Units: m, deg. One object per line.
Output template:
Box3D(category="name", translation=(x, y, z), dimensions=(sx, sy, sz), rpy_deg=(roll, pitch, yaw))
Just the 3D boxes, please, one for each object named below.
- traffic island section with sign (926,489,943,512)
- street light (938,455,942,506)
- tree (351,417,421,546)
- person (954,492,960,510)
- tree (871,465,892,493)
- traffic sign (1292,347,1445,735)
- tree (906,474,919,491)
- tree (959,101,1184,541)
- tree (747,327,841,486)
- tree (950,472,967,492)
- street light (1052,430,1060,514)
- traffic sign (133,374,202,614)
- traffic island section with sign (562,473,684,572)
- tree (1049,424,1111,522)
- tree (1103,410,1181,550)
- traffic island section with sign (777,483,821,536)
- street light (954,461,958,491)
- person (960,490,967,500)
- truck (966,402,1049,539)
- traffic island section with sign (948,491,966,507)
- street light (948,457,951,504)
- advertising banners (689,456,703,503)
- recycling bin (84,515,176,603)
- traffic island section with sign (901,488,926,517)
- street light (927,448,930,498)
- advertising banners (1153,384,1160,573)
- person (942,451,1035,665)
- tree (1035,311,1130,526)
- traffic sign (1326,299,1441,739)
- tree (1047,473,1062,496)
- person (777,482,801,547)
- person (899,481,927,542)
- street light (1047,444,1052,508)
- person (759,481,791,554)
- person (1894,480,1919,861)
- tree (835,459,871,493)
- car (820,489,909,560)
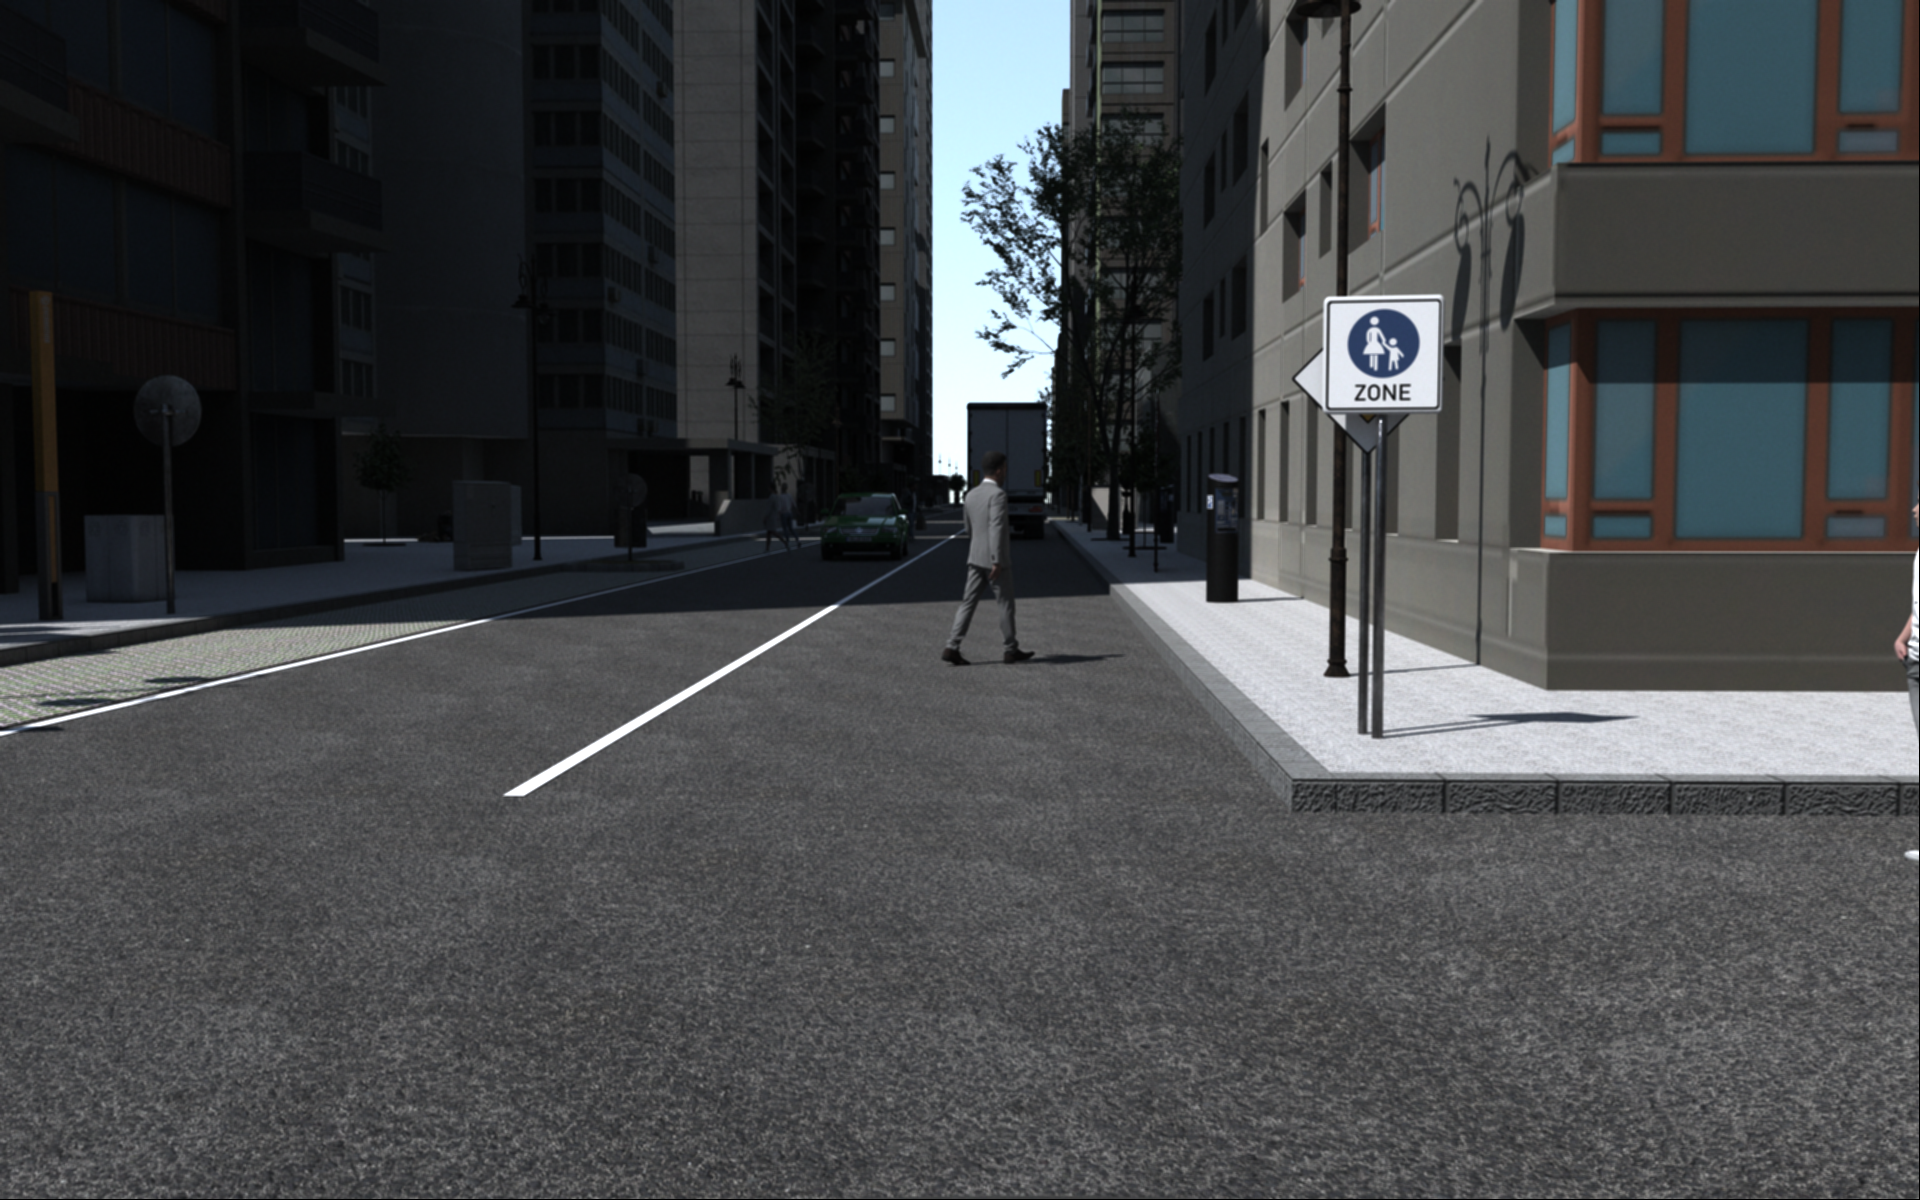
Box3D(category="traffic island section with sign", translation=(-2.360, -7.816, 136.427), dimensions=(1.989, 1.847, 2.006), rpy_deg=(0, 4, 2))
Box3D(category="street light", translation=(-2.237, -13.509, 193.654), dimensions=(0.468, 5.910, 1.993), rpy_deg=(0, 4, 2))
Box3D(category="tree", translation=(-14.208, -2.963, 43.039), dimensions=(1.663, 3.219, 1.824), rpy_deg=(0, 3, 0))
Box3D(category="person", translation=(-0.313, -9.069, 158.250), dimensions=(0.593, 1.643, 0.415), rpy_deg=(-2, 4, -31))
Box3D(category="tree", translation=(-5.234, -7.275, 113.540), dimensions=(1.663, 3.219, 1.824), rpy_deg=(0, 3, 0))
Box3D(category="traffic sign", translation=(2.150, -0.340, 9.195), dimensions=(0.795, 2.450, 0.064), rpy_deg=(0, 4, 2))
Box3D(category="tree", translation=(-4.513, -10.164, 160.781), dimensions=(1.663, 3.219, 1.824), rpy_deg=(0, 3, 0))
Box3D(category="tree", translation=(4.103, -7.445, 47.478), dimensions=(9.928, 11.665, 9.643), rpy_deg=(0, 3, 0))
Box3D(category="tree", translation=(-7.000, -7.655, 75.518), dimensions=(4.737, 8.622, 4.395), rpy_deg=(0, 3, 0))
Box3D(category="tree", translation=(-0.436, -15.968, 244.792), dimensions=(4.285, 4.588, 4.351), rpy_deg=(0, 3, 0))
Box3D(category="street light", translation=(6.486, -8.608, 113.531), dimensions=(0.468, 5.910, 1.993), rpy_deg=(0, 4, 2))
Box3D(category="traffic sign", translation=(-8.451, -1.123, 18.471), dimensions=(0.768, 2.556, 0.104), rpy_deg=(0, 4, 6))
Box3D(category="traffic island section with sign", translation=(-6.258, -1.461, 32.512), dimensions=(1.989, 1.847, 2.006), rpy_deg=(0, 4, 2))
Box3D(category="tree", translation=(5.563, -5.861, 79.536), dimensions=(4.285, 4.588, 4.351), rpy_deg=(0, 3, 0))
Box3D(category="tree", translation=(4.421, -2.792, 40.253), dimensions=(1.663, 3.219, 1.824), rpy_deg=(0, 3, 0))
Box3D(category="traffic island section with sign", translation=(-5.248, -3.108, 59.449), dimensions=(1.989, 1.847, 2.006), rpy_deg=(0, 4, 2))
Box3D(category="street light", translation=(-0.500, -16.356, 240.213), dimensions=(0.468, 5.910, 1.993), rpy_deg=(0, 4, 2))
Box3D(category="person", translation=(0.611, -8.094, 140.858), dimensions=(1.348, 1.821, 0.705), rpy_deg=(-1, 4, -10))
Box3D(category="truck", translation=(1.649, -4.258, 58.539), dimensions=(2.839, 4.237, 11.283), rpy_deg=(0, 4, 2))
Box3D(category="traffic island section with sign", translation=(-0.265, -11.222, 192.102), dimensions=(1.989, 1.847, 2.006), rpy_deg=(0, 4, 2))
Box3D(category="street light", translation=(-1.315, -14.927, 216.836), dimensions=(0.468, 5.910, 1.993), rpy_deg=(0, 4, 2))
Box3D(category="advertising banners", translation=(-11.713, -4.900, 76.310), dimensions=(0.090, 3.025, 2.074), rpy_deg=(1, 4, 11))
Box3D(category="recycling bin", translation=(-9.951, -0.503, 20.772), dimensions=(0.722, 1.027, 0.722), rpy_deg=(1, 4, 14))
Box3D(category="traffic island section with sign", translation=(-3.372, -6.169, 109.491), dimensions=(1.989, 1.847, 2.006), rpy_deg=(0, 4, 2))
Box3D(category="street light", translation=(-3.107, -12.034, 169.543), dimensions=(0.468, 5.910, 1.993), rpy_deg=(0, 4, 2))
Box3D(category="advertising banners", translation=(3.248, -1.984, 28.618), dimensions=(0.090, 3.025, 2.074), rpy_deg=(0, 4, 6))
Box3D(category="person", translation=(0.226, -0.353, 14.552), dimensions=(0.850, 1.792, 0.678), rpy_deg=(-2, 4, -35))
Box3D(category="tree", translation=(4.909, -7.346, 70.463), dimensions=(4.737, 8.622, 4.395), rpy_deg=(0, 3, 0))
Box3D(category="traffic sign", translation=(2.192, -0.422, 9.033), dimensions=(0.606, 2.300, 0.079), rpy_deg=(1, 4, 10))
Box3D(category="tree", translation=(8.293, -9.828, 155.288), dimensions=(1.663, 3.219, 1.824), rpy_deg=(0, 3, 0))
Box3D(category="person", translation=(-4.504, -2.275, 46.362), dimensions=(0.598, 1.740, 0.731), rpy_deg=(2, 4, 29))
Box3D(category="person", translation=(-1.388, -2.620, 51.321), dimensions=(0.794, 1.824, 0.713), rpy_deg=(-3, 5, -41))
Box3D(category="street light", translation=(7.347, -10.026, 136.715), dimensions=(0.468, 5.910, 1.993), rpy_deg=(0, 4, 2))
Box3D(category="person", translation=(-4.404, -1.950, 41.137), dimensions=(0.760, 1.731, 0.466), rpy_deg=(-1, 4, -23))
Box3D(category="person", translation=(3.821, 0.273, 6.641), dimensions=(0.523, 1.515, 0.503), rpy_deg=(-2, 4, -34))
Box3D(category="tree", translation=(-6.127, -6.152, 95.187), dimensions=(1.663, 3.219, 1.824), rpy_deg=(0, 3, 0))
Box3D(category="car", translation=(-2.115, -1.849, 39.035), dimensions=(1.959, 1.807, 4.718), rpy_deg=(0, 4, 1))
